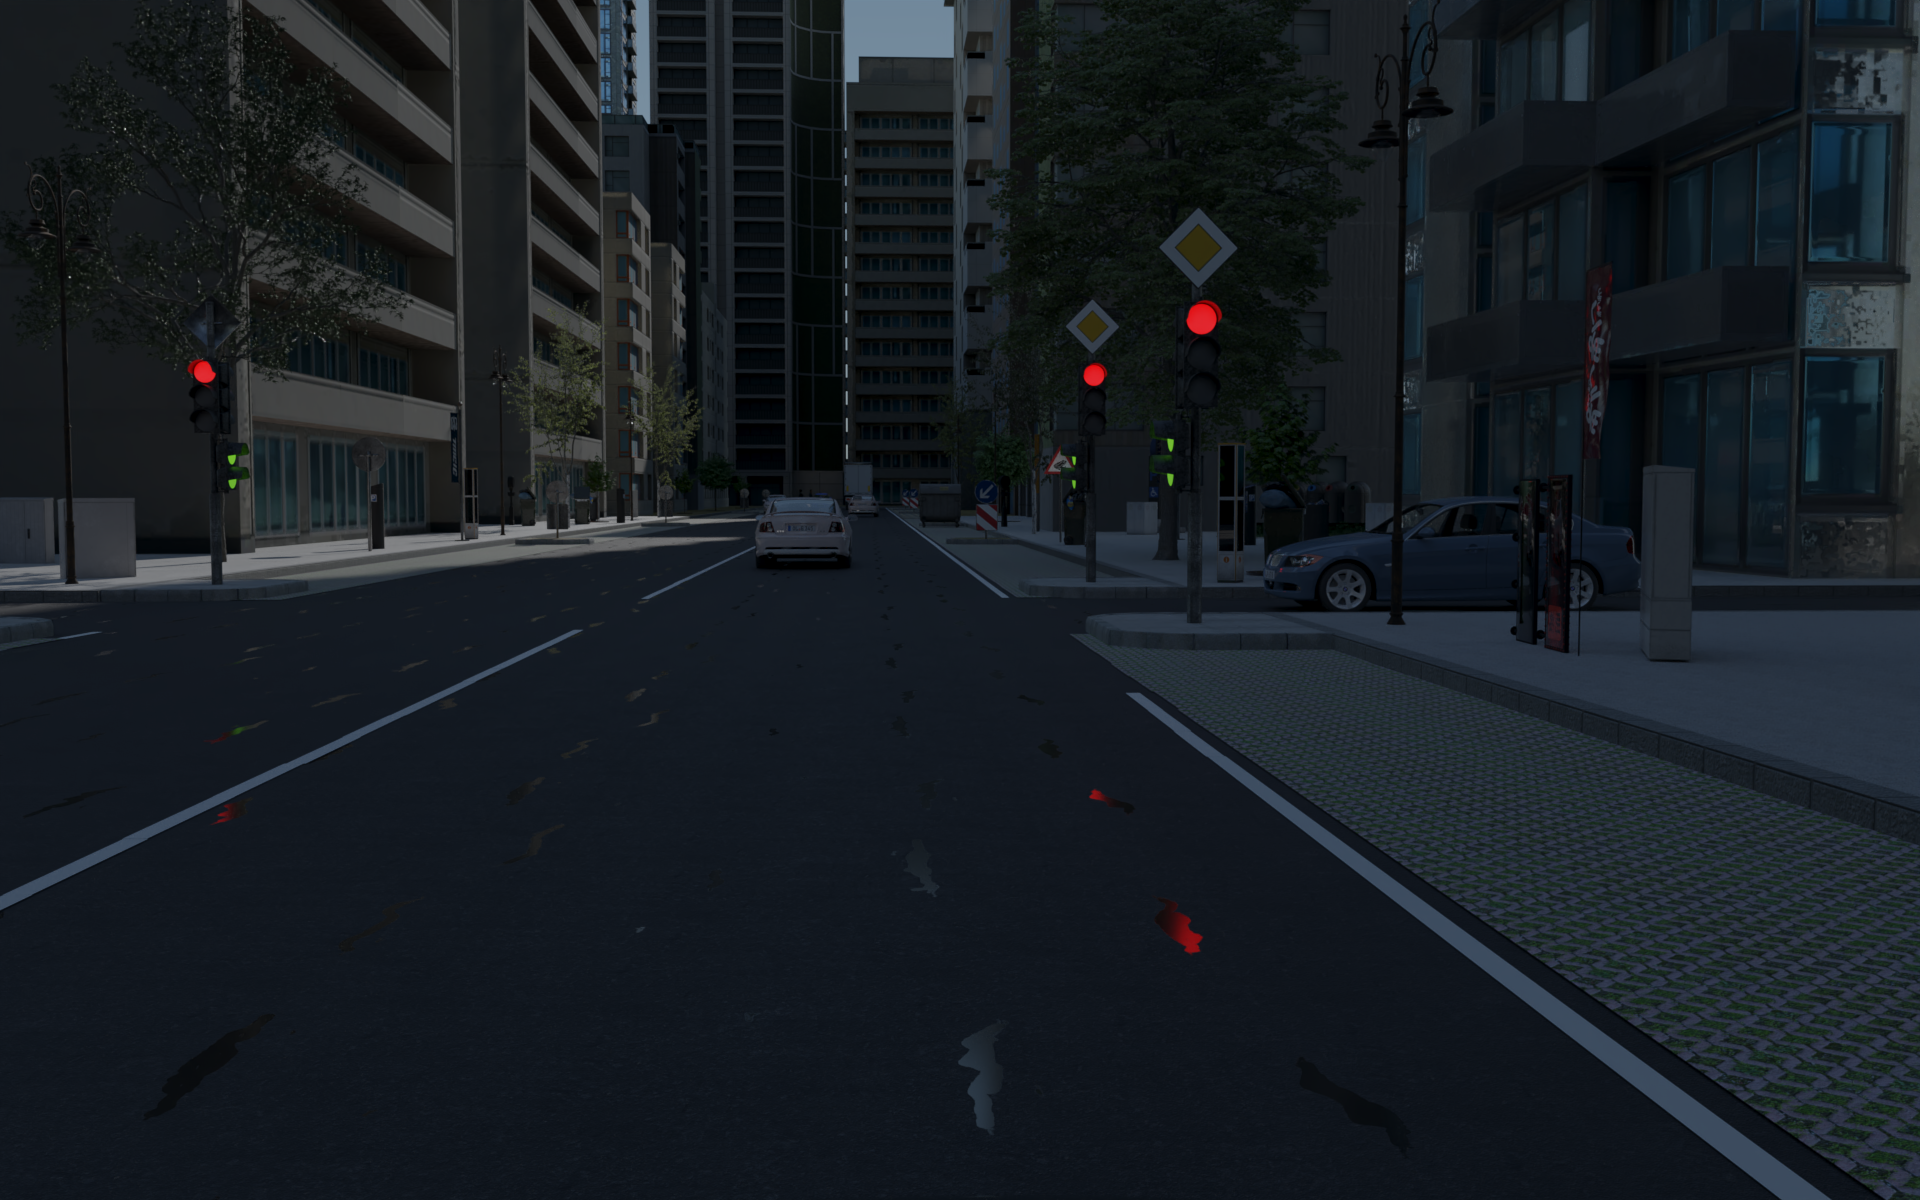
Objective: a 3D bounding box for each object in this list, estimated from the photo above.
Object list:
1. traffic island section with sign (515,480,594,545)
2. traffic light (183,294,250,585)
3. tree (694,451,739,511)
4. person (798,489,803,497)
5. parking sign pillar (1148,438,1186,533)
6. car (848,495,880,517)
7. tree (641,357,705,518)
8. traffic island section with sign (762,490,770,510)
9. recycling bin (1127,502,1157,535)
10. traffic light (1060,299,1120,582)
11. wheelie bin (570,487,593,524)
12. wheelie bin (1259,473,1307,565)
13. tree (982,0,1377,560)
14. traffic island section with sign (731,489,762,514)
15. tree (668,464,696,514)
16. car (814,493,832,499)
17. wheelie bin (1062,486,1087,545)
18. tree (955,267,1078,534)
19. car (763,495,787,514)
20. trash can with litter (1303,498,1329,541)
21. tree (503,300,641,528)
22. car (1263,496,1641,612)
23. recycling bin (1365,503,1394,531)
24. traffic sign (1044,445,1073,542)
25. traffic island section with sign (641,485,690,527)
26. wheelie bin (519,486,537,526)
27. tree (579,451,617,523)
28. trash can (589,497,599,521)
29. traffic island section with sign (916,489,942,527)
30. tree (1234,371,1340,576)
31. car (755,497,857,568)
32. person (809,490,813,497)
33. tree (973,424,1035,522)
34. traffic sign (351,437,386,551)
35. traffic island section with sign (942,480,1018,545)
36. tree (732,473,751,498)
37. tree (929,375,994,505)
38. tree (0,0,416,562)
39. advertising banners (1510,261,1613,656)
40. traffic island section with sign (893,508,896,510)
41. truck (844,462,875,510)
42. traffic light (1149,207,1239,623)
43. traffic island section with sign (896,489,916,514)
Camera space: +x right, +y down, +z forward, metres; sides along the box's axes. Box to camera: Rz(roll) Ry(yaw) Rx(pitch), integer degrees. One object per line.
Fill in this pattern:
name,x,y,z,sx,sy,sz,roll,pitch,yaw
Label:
traffic island section with sign,-11.560,-2.507,49.612,1.989,1.847,2.006,0,4,-3
traffic light,-10.507,-2.171,24.417,0.839,4.253,0.868,0,4,-3
tree,-18.449,-9.024,131.249,4.285,4.588,4.351,0,3,0
person,-14.103,-8.861,153.003,0.705,1.869,1.348,1,4,18
parking sign pillar,6.740,-4.201,57.158,1.447,3.967,1.447,3,4,38
car,-6.044,-5.899,108.816,2.083,1.381,4.827,0,4,-2
tree,-16.164,-8.790,94.077,4.360,8.622,3.978,0,3,0
traffic island section with sign,-17.100,-8.841,153.171,1.989,1.847,2.006,0,4,-3
recycling bin,5.768,-2.588,54.865,0.722,1.027,0.722,3,5,44
traffic light,1.886,-2.212,25.094,0.839,4.253,0.868,0,4,-3
wheelie bin,-16.007,-3.997,73.267,0.980,1.594,0.693,-1,4,-10
wheelie bin,4.823,-1.099,25.873,0.693,1.594,0.980,1,4,13
tree,4.094,-7.075,33.809,7.486,12.596,7.792,0,3,0
traffic island section with sign,-15.649,-7.190,126.182,1.989,1.847,2.006,0,4,-3
tree,-17.958,-7.267,113.418,1.663,3.219,1.824,0,3,0
car,-12.824,-9.220,160.333,1.945,1.707,3.694,0,4,-1
wheelie bin,2.922,-2.194,43.781,0.693,1.594,0.980,0,4,3
tree,2.197,-6.410,55.165,4.360,8.622,3.978,0,3,0
car,-13.619,-7.125,128.856,2.083,1.381,4.827,0,4,-4
trash can with litter,7.346,-1.392,33.813,2.233,1.210,1.678,0,4,2
tree,-15.071,-7.061,65.812,4.360,8.622,3.978,0,3,0
car,6.010,-0.573,21.377,4.499,1.417,2.014,0,4,-3
recycling bin,11.835,-2.193,48.411,0.722,1.027,0.722,-2,4,-34
traffic sign,2.665,-2.804,45.845,0.884,2.594,0.081,0,4,1
traffic island section with sign,-13.015,-4.166,76.735,1.989,1.847,2.006,0,4,-3
wheelie bin,-17.352,-3.769,69.534,0.693,1.594,0.980,-1,4,-12
tree,-16.503,-5.119,78.296,1.663,3.219,1.824,0,3,0
trash can,-17.549,-4.327,82.398,0.748,1.137,0.748,0,3,0
traffic island section with sign,-0.829,-4.170,76.815,1.989,1.847,2.006,0,4,-3
tree,5.190,-2.005,27.381,1.663,3.219,1.824,0,3,0
car,-3.111,-1.380,34.919,2.083,1.381,4.827,0,4,-3
person,-12.596,-8.450,146.676,0.705,1.821,1.348,0,4,7
tree,2.060,-5.908,80.317,4.285,4.588,4.351,0,3,0
traffic sign,-13.221,-2.363,38.745,0.768,2.556,0.104,0,4,-1
traffic island section with sign,0.604,-2.517,49.773,1.989,1.847,2.006,0,4,-3
tree,-19.897,-9.884,156.203,1.663,3.219,1.824,0,3,0
tree,0.013,-9.545,106.426,4.737,8.622,4.395,0,3,0
tree,-14.056,-5.969,32.004,8.767,10.594,7.601,1,4,11
advertising banners,4.889,-1.097,14.125,0.090,3.025,2.074,0,3,0
traffic island section with sign,-4.955,-8.885,153.898,1.989,1.847,2.006,0,4,-3
truck,-9.199,-10.339,157.960,2.839,4.237,11.283,0,4,-3
traffic light,2.313,-1.725,17.120,0.839,4.253,0.868,0,4,-3
traffic island section with sign,-3.498,-7.230,126.839,1.989,1.847,2.006,0,4,-3
